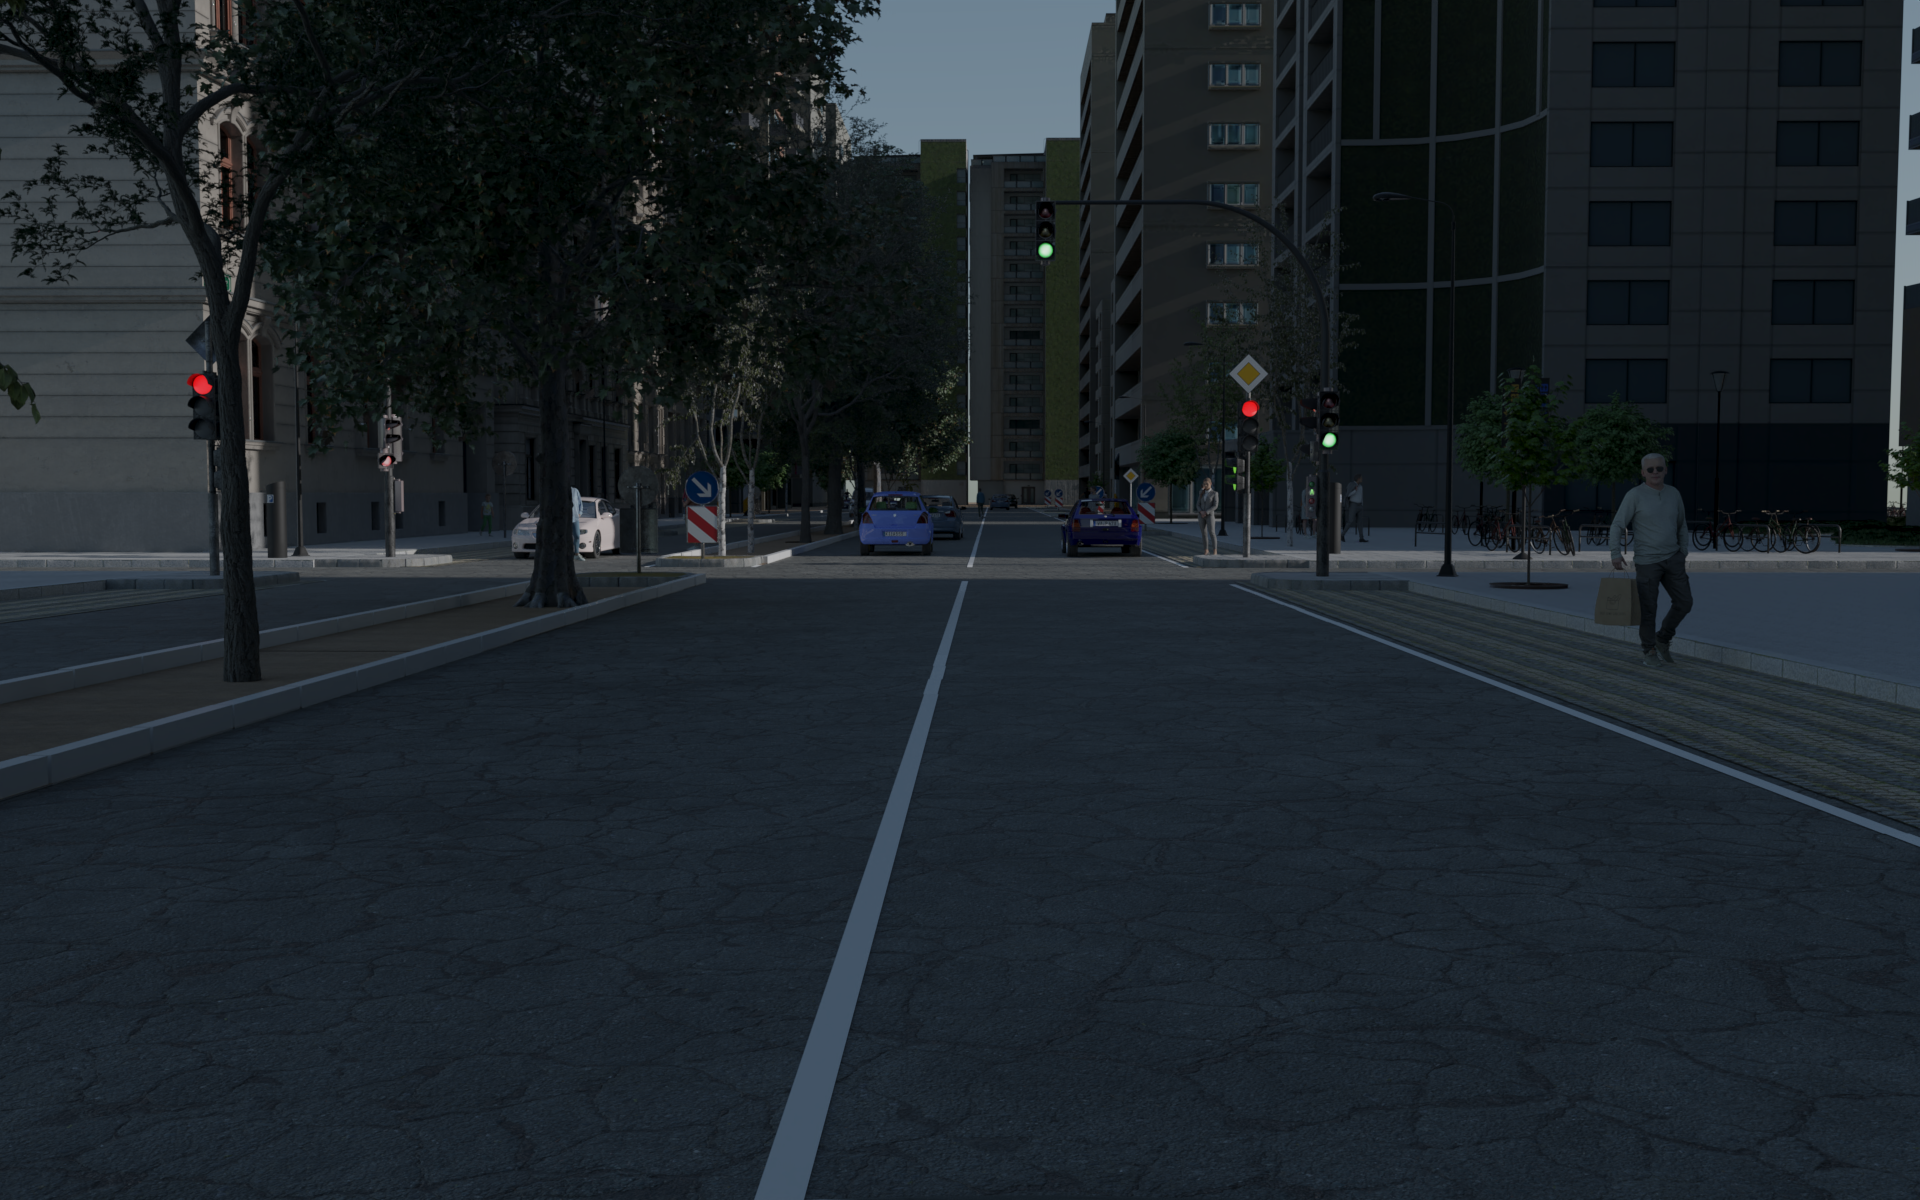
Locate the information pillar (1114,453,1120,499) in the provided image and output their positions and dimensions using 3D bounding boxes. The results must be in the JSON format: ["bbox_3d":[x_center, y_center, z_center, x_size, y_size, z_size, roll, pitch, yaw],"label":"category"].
[{"bbox_3d":[8.978,-6.585,99.016,0.183,3.616,0.504,2,4,31],"label":"information pillar"}]

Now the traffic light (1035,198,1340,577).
[{"bbox_3d":[3.530,-3.188,26.796,4.771,5.953,1.251,0,4,1],"label":"traffic light"}]

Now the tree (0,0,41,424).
[{"bbox_3d":[-5.440,-3.317,7.049,4.737,8.622,4.395,0,3,0],"label":"tree"}]

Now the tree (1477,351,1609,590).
[{"bbox_3d":[7.686,-1.773,23.598,1.663,3.219,1.824,0,3,0],"label":"tree"}]

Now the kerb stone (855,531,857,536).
[{"bbox_3d":[-3.628,-2.173,57.765,0.120,0.150,1.000,0,4,1],"label":"kerb stone"}]

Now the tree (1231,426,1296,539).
[{"bbox_3d":[8.649,-3.371,49.718,1.663,3.219,1.824,0,3,0],"label":"tree"}]

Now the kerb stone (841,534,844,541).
[{"bbox_3d":[-3.714,-1.861,52.635,0.120,0.150,1.000,0,4,1],"label":"kerb stone"}]

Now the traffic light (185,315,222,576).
[{"bbox_3d":[-11.735,-2.341,27.198,0.839,4.253,0.868,0,4,1],"label":"traffic light"}]

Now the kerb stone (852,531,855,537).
[{"bbox_3d":[-3.637,-2.108,56.731,0.120,0.150,1.000,0,4,1],"label":"kerb stone"}]

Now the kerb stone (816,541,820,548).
[{"bbox_3d":[-3.855,-1.423,45.454,0.120,0.150,1.000,0,4,1],"label":"kerb stone"}]

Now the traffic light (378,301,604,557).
[{"bbox_3d":[-9.496,-3.701,35.179,4.771,5.953,1.251,0,4,1],"label":"traffic light"}]

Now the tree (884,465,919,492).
[{"bbox_3d":[-3.826,-8.619,93.733,4.737,8.622,4.395,0,3,0],"label":"tree"}]

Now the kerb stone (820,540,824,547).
[{"bbox_3d":[-3.835,-1.485,46.476,0.120,0.150,1.000,0,4,1],"label":"kerb stone"}]

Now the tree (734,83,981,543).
[{"bbox_3d":[-4.481,-8.394,50.074,12.009,13.543,11.850,0,3,0],"label":"tree"}]

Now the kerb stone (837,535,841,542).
[{"bbox_3d":[-3.740,-1.799,51.607,0.120,0.150,1.000,0,4,1],"label":"kerb stone"}]

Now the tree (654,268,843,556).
[{"bbox_3d":[-5.077,-5.452,41.963,4.360,8.622,3.978,0,3,0],"label":"tree"}]

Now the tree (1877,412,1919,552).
[{"bbox_3d":[21.538,-2.703,38.793,1.663,3.219,1.824,0,3,0],"label":"tree"}]

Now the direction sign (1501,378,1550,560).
[{"bbox_3d":[11.046,-2.563,33.897,0.876,3.537,0.379,1,4,16],"label":"direction sign"}]

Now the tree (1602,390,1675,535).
[{"bbox_3d":[20.479,-4.322,54.381,4.285,4.588,4.351,0,3,0],"label":"tree"}]

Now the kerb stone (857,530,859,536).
[{"bbox_3d":[-3.609,-2.236,58.794,0.120,0.150,1.000,0,4,1],"label":"kerb stone"}]

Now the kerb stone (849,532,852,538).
[{"bbox_3d":[-3.656,-2.049,55.709,0.120,0.150,1.000,0,4,1],"label":"kerb stone"}]

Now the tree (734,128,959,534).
[{"bbox_3d":[-4.490,-9.294,61.075,9.857,13.997,8.962,0,3,0],"label":"tree"}]

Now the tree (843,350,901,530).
[{"bbox_3d":[-4.138,-7.078,68.547,4.360,8.622,3.978,0,3,0],"label":"tree"}]

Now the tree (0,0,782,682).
[{"bbox_3d":[-5.447,-4.671,13.248,8.767,10.594,7.601,0,4,1],"label":"tree"}]

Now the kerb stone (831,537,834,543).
[{"bbox_3d":[-3.770,-1.673,49.551,0.120,0.150,1.000,0,4,1],"label":"kerb stone"}]

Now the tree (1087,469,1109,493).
[{"bbox_3d":[10.391,-8.411,132.117,1.663,3.219,1.824,0,3,0],"label":"tree"}]

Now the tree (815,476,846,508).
[{"bbox_3d":[-12.273,-11.072,164.739,4.285,4.588,4.351,0,3,0],"label":"tree"}]

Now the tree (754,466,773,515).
[{"bbox_3d":[-12.708,-6.929,107.886,1.663,3.219,1.824,0,3,0],"label":"tree"}]

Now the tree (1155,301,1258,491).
[{"bbox_3d":[9.548,-7.061,65.810,4.737,8.622,4.395,0,3,0],"label":"tree"}]

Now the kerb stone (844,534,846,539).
[{"bbox_3d":[-3.708,-1.924,53.657,0.120,0.150,1.000,0,4,1],"label":"kerb stone"}]

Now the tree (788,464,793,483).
[{"bbox_3d":[-12.566,-7.915,113.122,4.285,4.588,4.351,0,3,0],"label":"tree"}]

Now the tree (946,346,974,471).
[{"bbox_3d":[-4.336,-9.543,75.500,9.611,12.733,9.660,0,3,0],"label":"tree"}]

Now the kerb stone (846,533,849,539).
[{"bbox_3d":[-3.680,-1.987,54.687,0.120,0.150,1.000,0,4,1],"label":"kerb stone"}]

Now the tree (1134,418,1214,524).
[{"bbox_3d":[9.183,-5.553,74.512,4.285,4.588,4.351,0,3,0],"label":"tree"}]

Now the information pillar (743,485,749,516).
[{"bbox_3d":[-12.411,-6.698,100.874,0.504,3.616,0.183,-1,4,-17],"label":"information pillar"}]

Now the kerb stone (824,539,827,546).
[{"bbox_3d":[-3.811,-1.548,47.498,0.120,0.150,1.000,0,4,1],"label":"kerb stone"}]

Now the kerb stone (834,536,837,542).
[{"bbox_3d":[-3.764,-1.736,50.576,0.120,0.150,1.000,0,4,1],"label":"kerb stone"}]

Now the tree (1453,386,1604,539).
[{"bbox_3d":[15.646,-4.017,49.384,4.285,4.588,4.351,0,3,0],"label":"tree"}]

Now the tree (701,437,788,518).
[{"bbox_3d":[-12.579,-6.825,95.304,4.285,4.588,4.351,0,3,0],"label":"tree"}]

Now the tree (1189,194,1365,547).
[{"bbox_3d":[7.912,-5.604,41.986,4.360,8.622,3.978,0,3,0],"label":"tree"}]

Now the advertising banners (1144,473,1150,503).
[{"bbox_3d":[8.388,-4.996,77.875,0.090,3.025,2.074,1,4,12],"label":"advertising banners"}]

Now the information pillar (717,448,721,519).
[{"bbox_3d":[-12.413,-5.986,89.228,0.183,3.616,0.504,0,4,4],"label":"information pillar"}]

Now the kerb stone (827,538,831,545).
[{"bbox_3d":[-3.786,-1.611,48.529,0.120,0.150,1.000,0,4,1],"label":"kerb stone"}]

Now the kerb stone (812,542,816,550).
[{"bbox_3d":[-3.867,-1.359,44.421,0.120,0.150,1.000,0,4,1],"label":"kerb stone"}]

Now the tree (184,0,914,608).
[{"bbox_3d":[-5.169,-6.263,21.870,9.611,12.733,9.660,0,3,0],"label":"tree"}]

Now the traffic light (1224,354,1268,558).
[{"bbox_3d":[5.769,-2.811,34.883,0.839,4.253,0.868,0,4,1],"label":"traffic light"}]
